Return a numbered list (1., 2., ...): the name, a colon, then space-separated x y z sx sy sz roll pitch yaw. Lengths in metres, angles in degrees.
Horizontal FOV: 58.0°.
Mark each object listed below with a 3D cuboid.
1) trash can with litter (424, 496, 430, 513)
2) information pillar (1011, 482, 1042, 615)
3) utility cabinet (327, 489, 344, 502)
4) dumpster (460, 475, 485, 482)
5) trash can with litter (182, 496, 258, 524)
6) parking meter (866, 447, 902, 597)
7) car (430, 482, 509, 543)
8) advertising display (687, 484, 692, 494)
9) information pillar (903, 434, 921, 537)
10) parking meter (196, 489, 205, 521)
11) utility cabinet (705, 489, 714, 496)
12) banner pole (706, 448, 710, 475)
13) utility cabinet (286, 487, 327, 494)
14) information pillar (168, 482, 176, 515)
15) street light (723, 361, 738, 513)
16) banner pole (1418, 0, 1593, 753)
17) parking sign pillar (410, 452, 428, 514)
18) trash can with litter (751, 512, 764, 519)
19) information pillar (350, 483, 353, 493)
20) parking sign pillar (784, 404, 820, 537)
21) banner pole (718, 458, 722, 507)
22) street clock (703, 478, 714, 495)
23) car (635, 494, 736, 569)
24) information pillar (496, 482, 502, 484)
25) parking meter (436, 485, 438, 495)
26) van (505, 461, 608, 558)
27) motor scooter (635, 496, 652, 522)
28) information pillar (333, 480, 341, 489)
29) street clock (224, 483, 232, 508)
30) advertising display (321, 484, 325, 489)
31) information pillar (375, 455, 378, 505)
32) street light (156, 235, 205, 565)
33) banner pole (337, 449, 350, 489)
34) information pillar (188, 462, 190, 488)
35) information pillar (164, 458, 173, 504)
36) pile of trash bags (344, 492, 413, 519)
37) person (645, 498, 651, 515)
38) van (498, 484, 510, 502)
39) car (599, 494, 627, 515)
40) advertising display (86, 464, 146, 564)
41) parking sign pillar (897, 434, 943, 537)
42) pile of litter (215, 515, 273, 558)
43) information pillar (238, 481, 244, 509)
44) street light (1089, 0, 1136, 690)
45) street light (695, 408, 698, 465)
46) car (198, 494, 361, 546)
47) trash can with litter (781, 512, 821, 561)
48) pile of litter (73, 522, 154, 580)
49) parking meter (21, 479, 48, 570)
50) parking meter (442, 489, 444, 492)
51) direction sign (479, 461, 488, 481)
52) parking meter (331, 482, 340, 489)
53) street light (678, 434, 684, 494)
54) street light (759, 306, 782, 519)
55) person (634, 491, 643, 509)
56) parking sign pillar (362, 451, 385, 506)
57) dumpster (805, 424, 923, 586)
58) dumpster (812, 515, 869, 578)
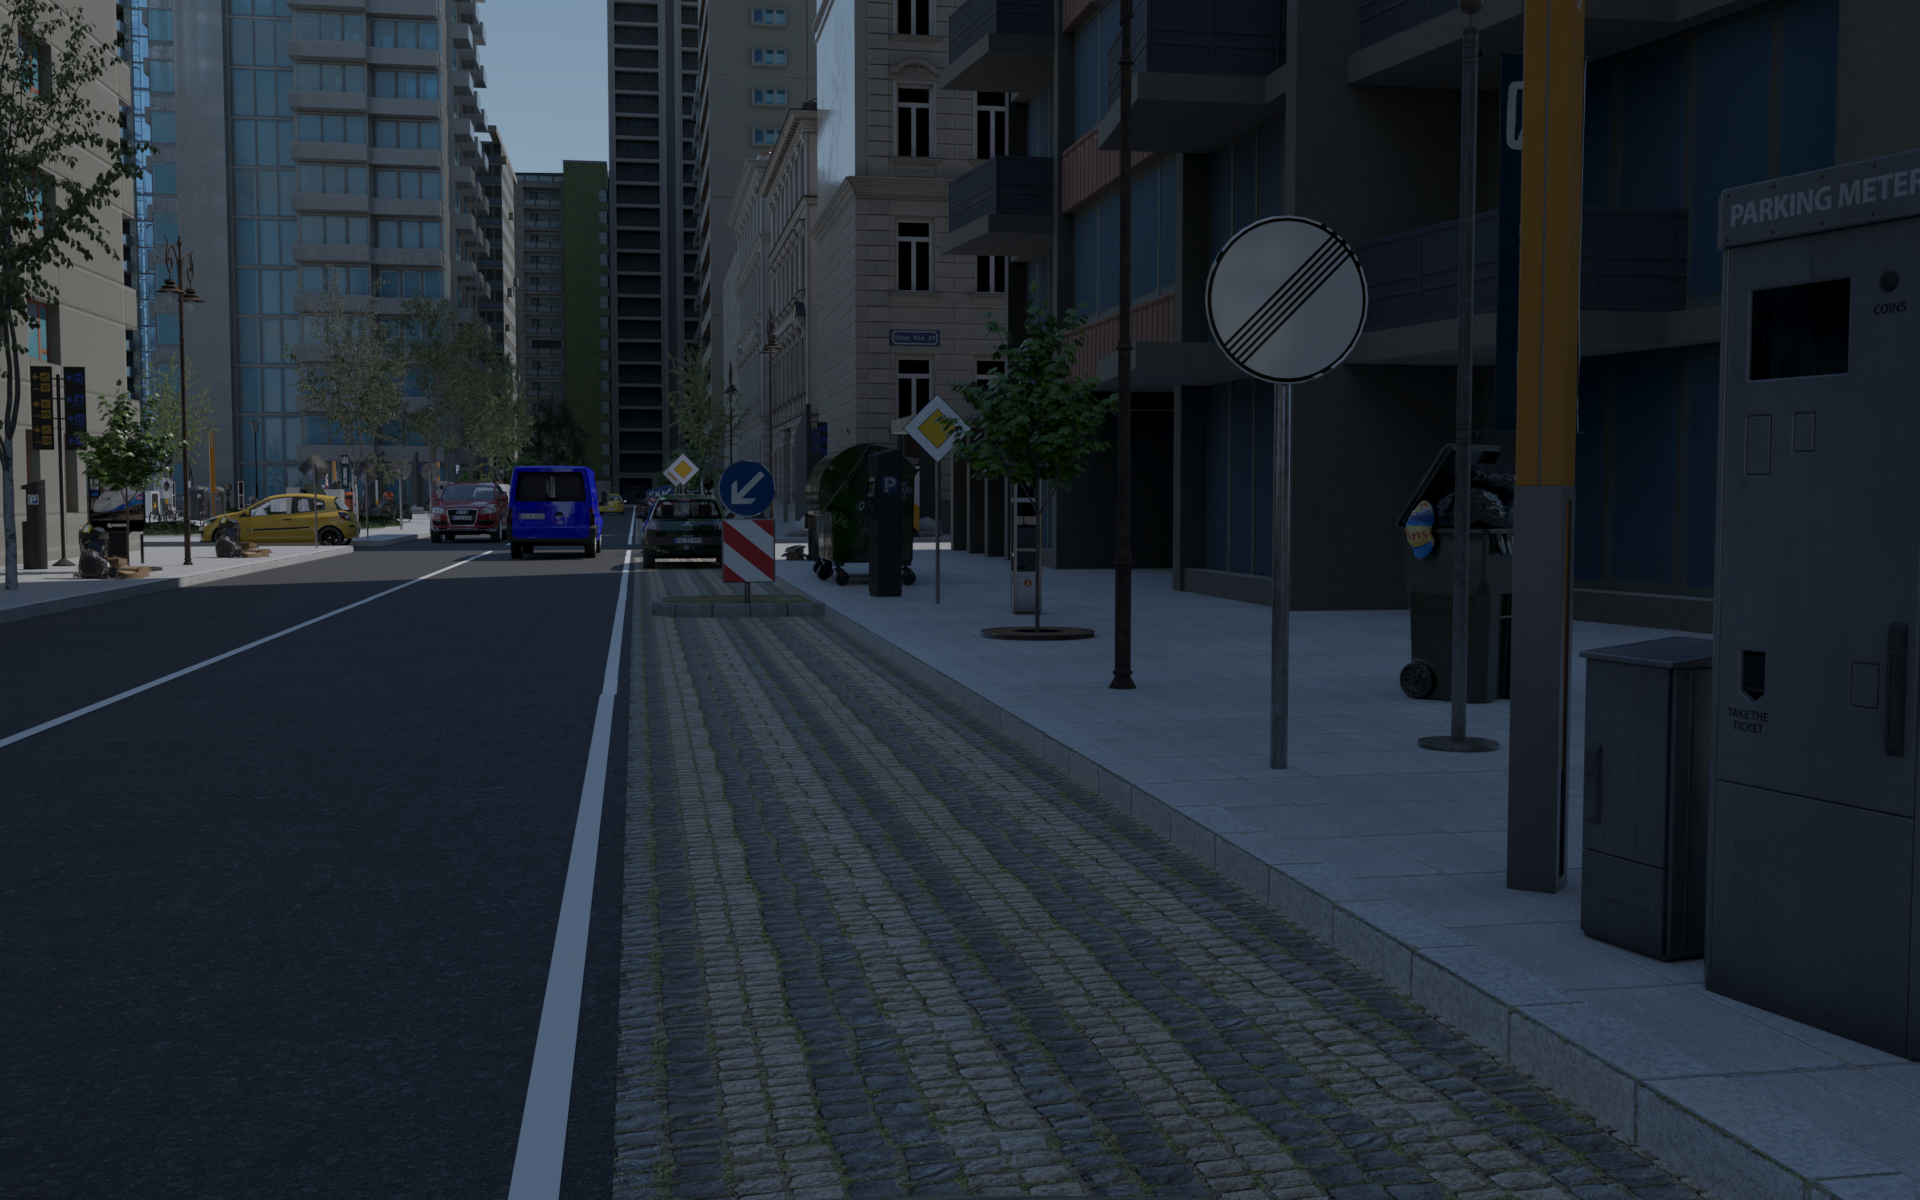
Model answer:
1. trash can with litter: -35.604 -6.447 116.794 1.055 1.170 0.624 -1 4 -18
2. information pillar: 0.706 -0.856 18.493 0.304 2.012 0.304 0 4 -5
3. utility cabinet: -29.710 -4.482 81.964 1.173 1.500 0.318 1 4 17
4. dumpster: -24.394 -5.165 86.934 1.502 2.255 1.985 -1 4 -10
5. trash can with litter: -26.216 -3.111 61.919 1.678 1.210 2.233 2 4 34
6. parking meter: -0.947 -0.975 21.649 0.399 1.863 0.255 -2 4 -30
7. car: -14.905 -2.707 52.930 2.281 1.827 5.304 -1 4 -9
8. advertising display: -15.698 -5.949 102.478 0.974 1.923 0.123 1 4 17
9. information pillar: -1.426 -3.664 51.267 0.504 3.616 0.183 -1 4 -18
10. parking meter: -36.525 -4.580 83.300 0.372 1.533 0.369 0 3 0
11. utility cabinet: -11.593 -4.373 80.178 0.318 1.500 1.173 -1 4 -15
12. banner pole: -13.763 -6.400 94.664 0.401 3.779 0.863 -1 4 -22
13. utility cabinet: -22.125 -3.049 58.528 1.173 1.500 0.318 -2 4 -24
14. information pillar: -48.877 -6.293 107.379 0.304 2.012 0.304 0 4 7
15. street light: -7.952 -5.343 60.142 0.468 5.910 1.993 -1 4 -11
16. banner pole: 2.755 -1.144 8.716 0.863 3.779 0.401 -1 4 -11
17. parking sign pillar: -34.697 -7.469 110.589 1.447 3.967 1.447 -2 4 -35
18. trash can with litter: -8.104 -3.356 65.931 2.233 1.210 1.678 -2 4 -27
19. information pillar: -40.655 -6.821 116.014 0.304 2.012 0.304 0 4 7
20. parking sign pillar: -4.638 -3.921 52.586 1.447 3.967 1.447 -1 4 -21
21. banner pole: -16.183 -7.771 117.065 0.401 3.779 0.863 1 4 11
22. street clock: -11.073 -4.383 76.225 0.471 2.002 0.358 -1 4 -11
23. car: -5.466 -1.516 34.575 2.009 1.686 4.222 -1 4 -10
24. information pillar: -27.068 -5.953 101.820 0.304 2.012 0.304 -2 4 -26
25. parking meter: -32.750 -6.284 108.456 0.255 1.863 0.399 0 4 -1
26. van: -9.374 -2.198 40.321 2.240 2.365 5.245 -1 4 -10
27. motor scooter: -16.214 -4.646 88.737 0.815 1.314 1.986 -1 4 -9
28. information pillar: -32.239 -5.209 89.655 0.304 2.012 0.304 1 4 23
29. street clock: -49.389 -6.869 116.872 0.471 2.002 0.358 1 4 14
30. advertising display: -41.411 -6.516 111.751 0.974 1.923 0.123 -3 4 -36
31. information pillar: -34.794 -6.846 103.292 0.183 3.616 0.504 -2 4 -23
32. street light: -13.953 -3.568 31.125 0.468 5.910 1.993 -1 4 -11
33. banner pole: -34.462 -6.525 96.700 0.401 3.779 0.863 3 5 40
34. information pillar: -48.545 -7.184 108.812 0.504 3.616 0.183 2 4 31
35. information pillar: -50.750 -7.325 111.121 0.504 3.616 0.183 -2 4 -23
36. pile of trash bags: -29.934 -4.826 88.655 1.912 1.369 3.447 3 5 43
37. person: -21.579 -6.479 119.935 0.738 1.151 1.012 0 4 4
38. van: -18.804 -3.830 69.626 2.013 2.044 4.112 -1 4 -11
39. car: -23.760 -6.598 118.093 2.015 1.641 3.980 -1 4 -9
40. advertising display: -15.415 -1.617 31.655 0.974 1.923 0.123 -3 5 -41
41. parking sign pillar: -1.239 -3.912 52.429 1.447 3.967 1.447 0 4 4
42. pile of litter: -14.655 -1.311 35.393 1.176 0.858 1.719 0 4 -4
43. information pillar: -41.662 -5.864 100.365 0.304 2.012 0.304 -2 4 -26
44. street light: 1.075 -2.354 11.273 0.468 5.910 1.993 -1 4 -11
45. street light: -14.022 -7.317 92.425 0.468 5.910 1.993 -1 4 -11
46. car: -17.982 -2.176 45.808 3.980 1.641 2.015 -1 4 -10
47. trash can with litter: -2.937 -1.342 33.336 1.055 1.170 0.624 1 4 18
48. pile of litter: -13.092 -0.780 26.720 1.176 0.858 1.719 -1 4 -17
49. parking meter: -15.760 -1.289 29.482 0.372 1.533 0.369 0 3 0
50. parking meter: -22.535 -4.140 76.094 0.372 1.533 0.369 0 3 0
51. direction sign: -32.740 -7.769 119.022 0.876 3.537 0.379 3 4 38
52. parking meter: -31.291 -4.960 86.807 0.399 1.863 0.255 2 4 35
53. street light: -19.936 -9.244 123.932 0.468 5.910 1.993 -1 4 -11
54. street light: -4.671 -4.281 42.775 0.468 5.910 1.993 -1 4 -11
55. person: -31.899 -9.945 171.928 0.721 1.723 1.217 2 4 35
56. parking sign pillar: -36.336 -7.270 107.334 1.447 3.967 1.447 -2 4 -35
57. dumpster: -1.388 -1.374 24.962 1.502 2.255 1.985 -1 4 -10
58. dumpster: -1.649 -1.309 27.167 1.264 1.857 1.865 -1 4 -11
